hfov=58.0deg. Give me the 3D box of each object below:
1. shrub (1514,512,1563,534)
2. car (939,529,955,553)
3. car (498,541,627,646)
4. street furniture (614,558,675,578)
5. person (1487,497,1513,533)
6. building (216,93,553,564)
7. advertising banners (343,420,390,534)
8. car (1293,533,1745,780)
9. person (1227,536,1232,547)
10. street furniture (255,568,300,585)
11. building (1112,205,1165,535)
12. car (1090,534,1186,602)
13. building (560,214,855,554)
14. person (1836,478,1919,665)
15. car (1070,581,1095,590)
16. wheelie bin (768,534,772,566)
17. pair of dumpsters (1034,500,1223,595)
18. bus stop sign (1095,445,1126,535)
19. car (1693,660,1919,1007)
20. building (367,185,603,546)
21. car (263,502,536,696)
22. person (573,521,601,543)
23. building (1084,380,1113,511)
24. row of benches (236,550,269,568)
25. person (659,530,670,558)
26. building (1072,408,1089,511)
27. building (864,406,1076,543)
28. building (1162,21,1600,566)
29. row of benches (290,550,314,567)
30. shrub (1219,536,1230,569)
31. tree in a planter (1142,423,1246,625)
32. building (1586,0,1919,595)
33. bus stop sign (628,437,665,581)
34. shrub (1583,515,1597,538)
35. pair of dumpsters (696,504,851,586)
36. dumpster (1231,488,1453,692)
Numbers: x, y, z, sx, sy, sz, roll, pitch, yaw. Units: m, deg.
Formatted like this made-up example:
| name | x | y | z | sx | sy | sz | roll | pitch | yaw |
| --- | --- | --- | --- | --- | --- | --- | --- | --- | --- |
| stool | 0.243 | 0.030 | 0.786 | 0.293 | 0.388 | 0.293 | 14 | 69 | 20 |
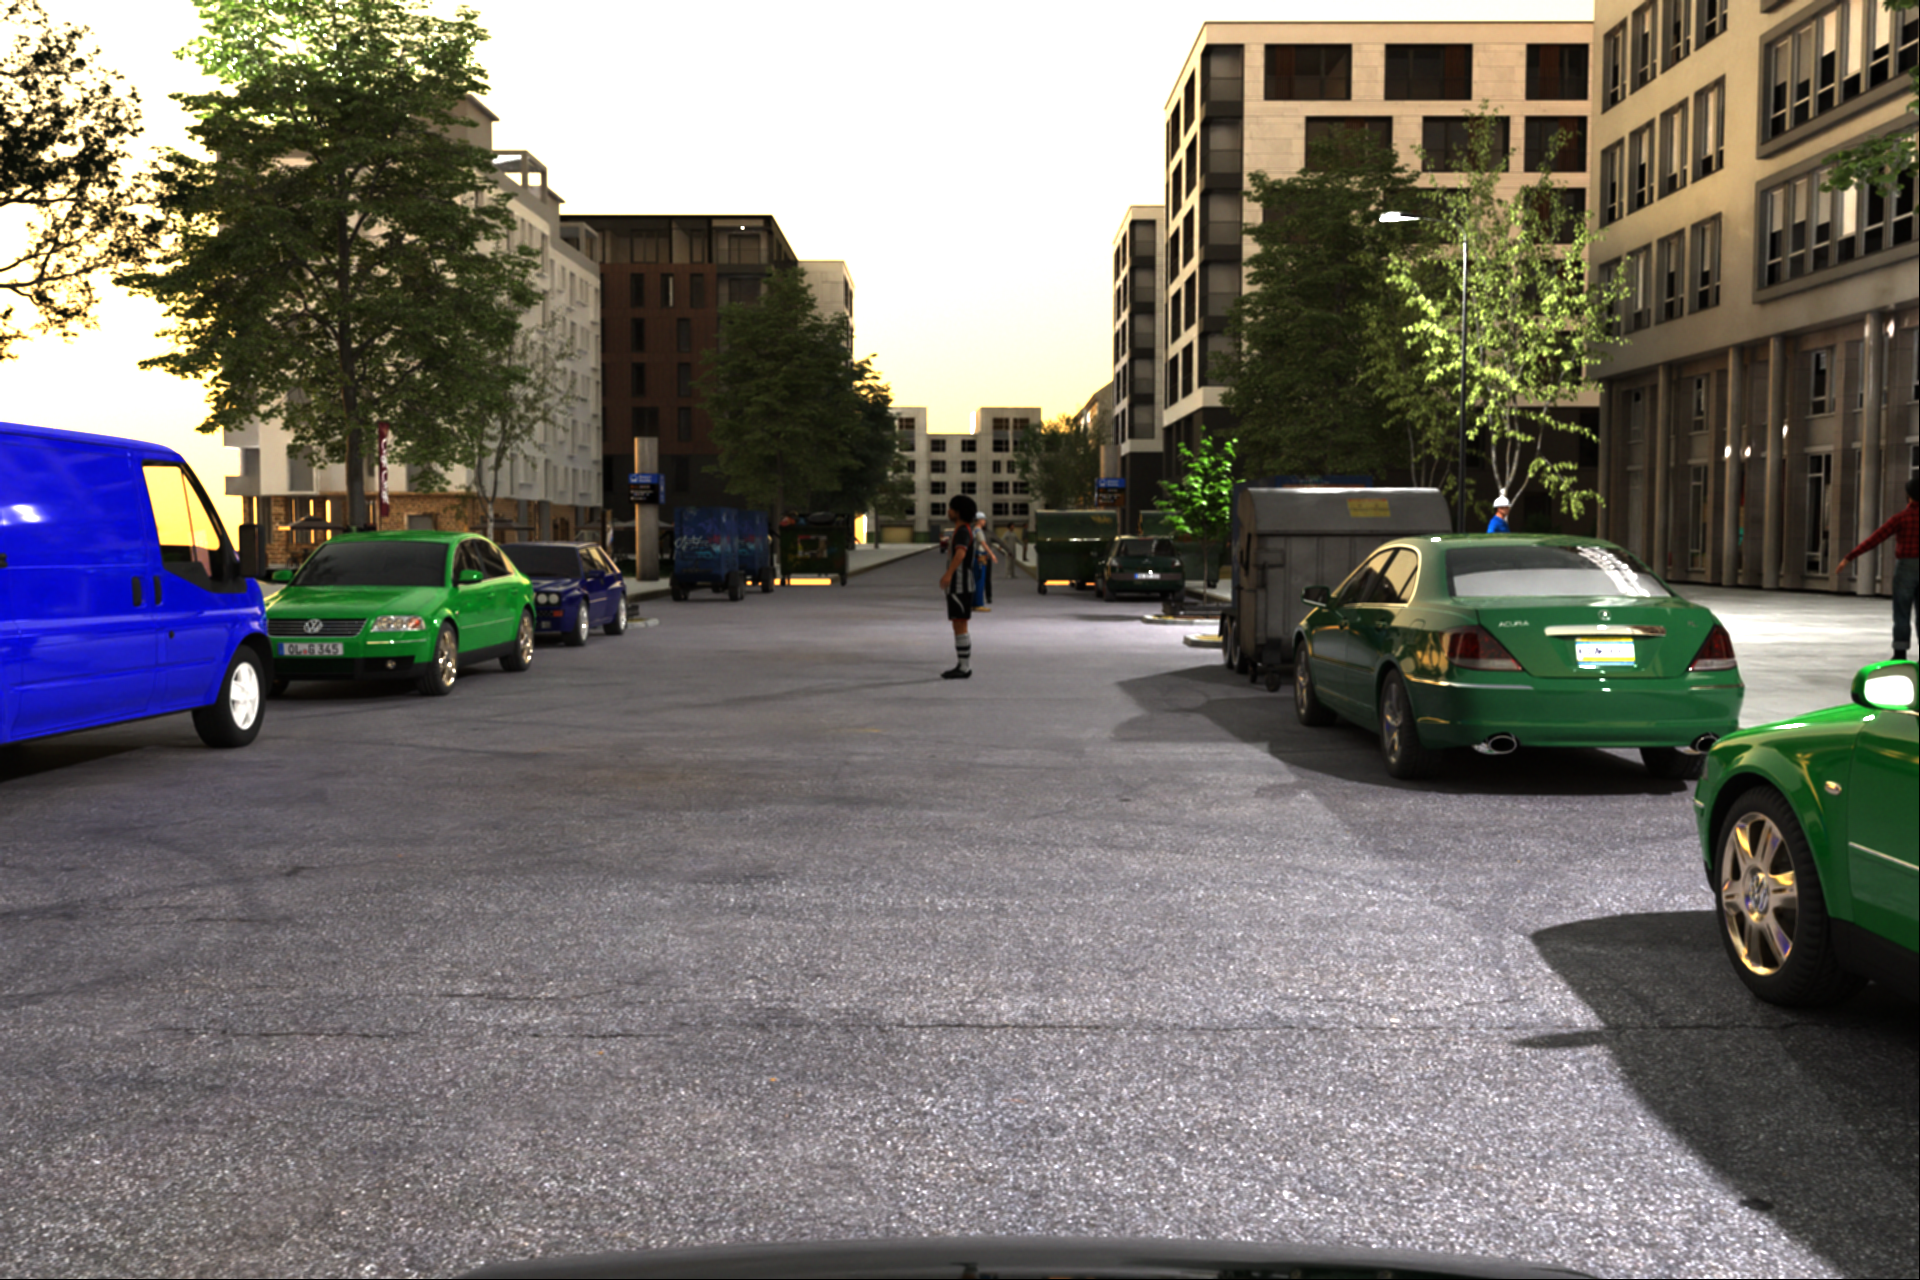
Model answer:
| name | x | y | z | sx | sy | sz | roll | pitch | yaw |
| --- | --- | --- | --- | --- | --- | --- | --- | --- | --- |
| shrub | 19.126 | -3.257 | 57.290 | 1.661 | 2.075 | 1.752 | 0 | 3 | 0 |
| car | -0.467 | -7.516 | 131.560 | 2.281 | 1.827 | 5.304 | 0 | 4 | 0 |
| car | -5.649 | -0.658 | 23.333 | 1.945 | 1.354 | 3.894 | 0 | 4 | 0 |
| street furniture | -10.757 | -2.393 | 54.756 | 5.734 | 0.657 | 10.072 | -1 | 4 | -8 |
| person | 8.326 | -1.267 | 26.595 | 0.705 | 1.842 | 1.347 | 3 | 4 | 38 |
| building | -26.035 | -13.423 | 75.888 | 16.016 | 20.090 | 11.380 | 0 | 4 | 1 |
| advertising banners | -8.929 | -1.835 | 26.185 | 0.090 | 3.025 | 2.074 | 0 | 3 | 0 |
| car | 3.449 | 0.016 | 11.537 | 2.131 | 1.459 | 4.920 | 0 | 4 | 0 |
| person | 8.055 | -2.589 | 48.516 | 1.348 | 1.807 | 0.705 | -1 | 4 | -17 |
| street furniture | -29.337 | -2.852 | 51.655 | 27.439 | 1.986 | 14.083 | 1 | 4 | 10 |
| building | 24.689 | -17.136 | 124.141 | 27.936 | 21.610 | 32.646 | 0 | 4 | 1 |
| car | 3.894 | -1.719 | 37.895 | 2.009 | 1.686 | 4.222 | 0 | 4 | 0 |
| building | -22.586 | -17.331 | 127.334 | 27.936 | 21.610 | 32.646 | 0 | 4 | 0 |
| person | 9.075 | -0.636 | 16.502 | 1.345 | 1.816 | 0.704 | 0 | 4 | 3 |
| car | 3.882 | -2.028 | 45.520 | 2.083 | 1.381 | 4.827 | 0 | 4 | 1 |
| wheelie bin | -6.293 | -2.848 | 54.467 | 0.693 | 1.594 | 0.980 | 0 | 4 | 1 |
| pair of dumpsters | 3.967 | -2.215 | 41.165 | 4.436 | 2.255 | 1.574 | 0 | 3 | 0 |
| bus stop sign | 4.449 | -3.812 | 51.337 | 0.837 | 3.901 | 0.837 | 0 | 4 | 0 |
| car | 3.315 | 0.299 | 3.901 | 1.959 | 1.807 | 4.718 | 0 | 4 | 0 |
| building | -27.484 | -14.614 | 95.360 | 16.016 | 20.090 | 11.380 | 0 | 4 | 1 |
| car | -5.408 | -0.485 | 16.733 | 1.959 | 1.807 | 4.718 | 0 | 3 | 0 |
| person | -15.372 | -4.004 | 71.648 | 1.347 | 1.806 | 0.705 | -1 | 4 | -12 |
| building | 24.249 | -22.358 | 196.482 | 19.493 | 23.208 | 18.063 | 0 | 4 | 1 |
| row of benches | -27.985 | -3.129 | 66.626 | 4.104 | 0.672 | 1.422 | 3 | 5 | 39 |
| person | -15.367 | -5.057 | 88.448 | 1.354 | 1.858 | 0.705 | 1 | 4 | 11 |
| building | 24.428 | -23.828 | 220.508 | 19.493 | 23.208 | 18.063 | 0 | 4 | 0 |
| building | 2.244 | -23.100 | 246.605 | 31.486 | 18.905 | 16.747 | 0 | 4 | -4 |
| building | 23.750 | -14.785 | 85.715 | 27.936 | 21.610 | 32.646 | 0 | 4 | 0 |
| row of benches | -24.055 | -3.194 | 67.692 | 4.104 | 0.672 | 1.422 | 0 | 4 | 5 |
| shrub | 8.105 | -3.226 | 57.160 | 1.690 | 2.028 | 1.600 | 0 | 3 | 0 |
| tree in a planter | 3.980 | -1.885 | 28.038 | 1.991 | 3.239 | 1.994 | 0 | 4 | 1 |
| building | 26.275 | -13.456 | 27.605 | 19.016 | 26.051 | 41.698 | 0 | 4 | 1 |
| bus stop sign | -8.553 | -3.567 | 47.328 | 0.837 | 3.901 | 0.837 | 0 | 4 | 1 |
| shrub | 19.657 | -2.960 | 52.807 | 1.690 | 2.028 | 1.600 | 0 | 3 | 0 |
| pair of dumpsters | -5.259 | -2.639 | 48.094 | 4.436 | 2.255 | 1.574 | 0 | 4 | 1 |
| dumpster | 3.532 | -0.485 | 16.147 | 1.865 | 1.857 | 1.264 | 0 | 4 | 0 |
